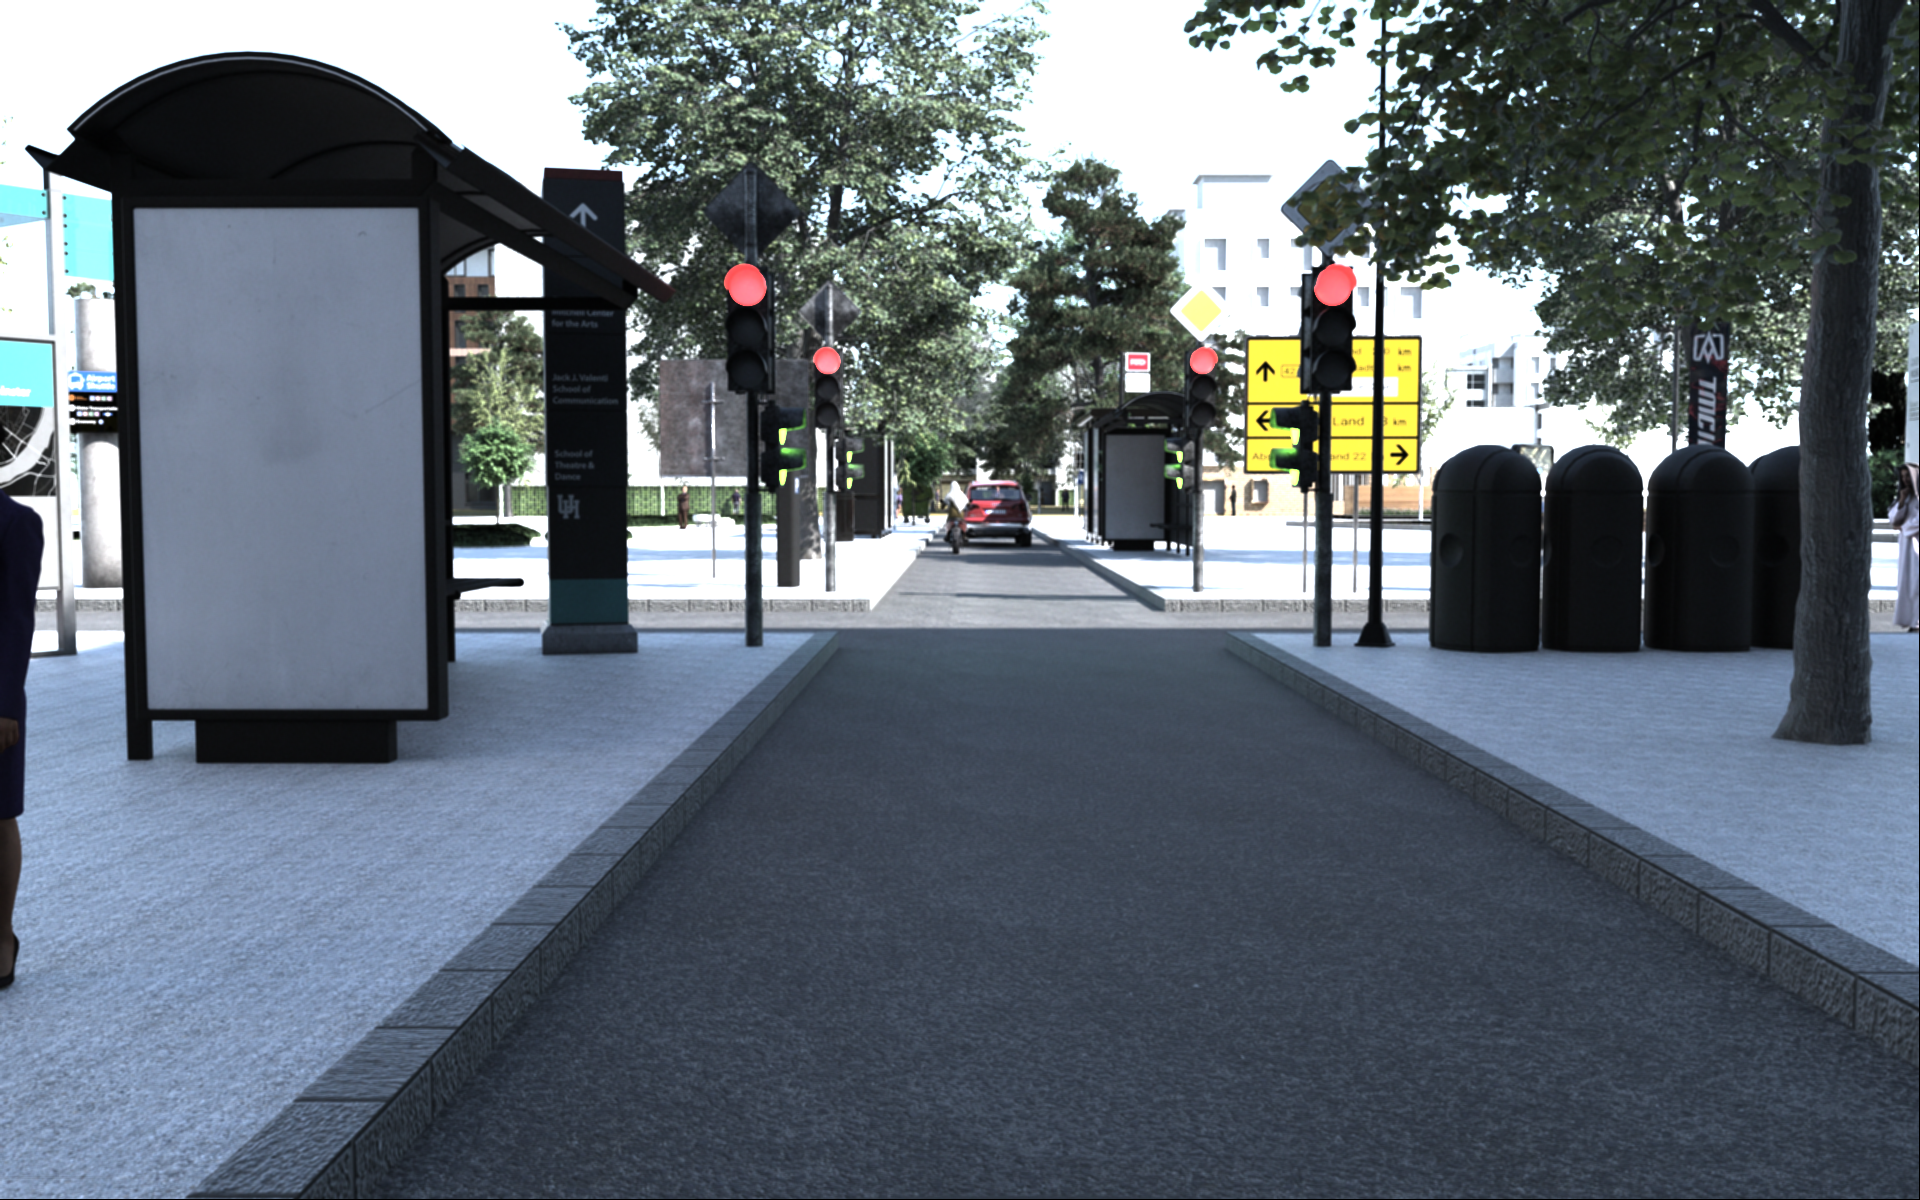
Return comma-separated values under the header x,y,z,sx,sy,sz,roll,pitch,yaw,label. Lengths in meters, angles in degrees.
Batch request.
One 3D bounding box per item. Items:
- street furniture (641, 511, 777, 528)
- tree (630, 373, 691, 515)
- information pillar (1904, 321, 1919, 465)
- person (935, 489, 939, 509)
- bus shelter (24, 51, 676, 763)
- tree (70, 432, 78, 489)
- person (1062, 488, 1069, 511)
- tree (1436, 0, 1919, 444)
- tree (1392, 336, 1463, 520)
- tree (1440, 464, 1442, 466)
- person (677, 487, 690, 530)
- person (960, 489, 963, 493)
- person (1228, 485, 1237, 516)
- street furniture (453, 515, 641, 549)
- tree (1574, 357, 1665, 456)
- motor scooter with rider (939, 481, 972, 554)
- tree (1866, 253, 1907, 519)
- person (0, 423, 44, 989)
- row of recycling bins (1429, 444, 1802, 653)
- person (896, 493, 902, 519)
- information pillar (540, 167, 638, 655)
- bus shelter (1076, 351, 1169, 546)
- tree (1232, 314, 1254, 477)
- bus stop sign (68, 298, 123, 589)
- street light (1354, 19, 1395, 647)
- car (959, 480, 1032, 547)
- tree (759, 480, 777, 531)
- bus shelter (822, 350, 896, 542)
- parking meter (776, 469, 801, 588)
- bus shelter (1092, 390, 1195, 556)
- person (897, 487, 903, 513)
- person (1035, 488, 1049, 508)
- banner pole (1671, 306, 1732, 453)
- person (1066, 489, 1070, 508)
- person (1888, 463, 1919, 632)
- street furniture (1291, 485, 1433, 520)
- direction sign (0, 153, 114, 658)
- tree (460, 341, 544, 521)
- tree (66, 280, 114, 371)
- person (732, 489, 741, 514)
x,y,z,sx,sy,sz,roll,pitch,yaw,label
-10.773,-3.308,69.706,5.734,0.657,10.072,1,4,14,street furniture
-16.153,-8.831,94.748,4.360,8.622,3.978,0,3,0,tree
13.019,-1.955,23.276,0.184,3.620,1.656,1,4,14,information pillar
-1.991,-8.883,152.191,0.530,1.710,0.541,2,4,33,person
-3.230,-1.027,10.715,2.014,3.302,5.546,0,4,0,bus shelter
-47.868,-6.861,75.077,11.467,7.101,20.602,0,4,7,tree
7.826,-7.456,128.867,0.541,1.710,0.530,2,4,27,person
13.505,-7.601,30.930,9.857,13.997,8.962,0,3,0,tree
21.288,-7.964,80.571,4.737,8.622,4.395,0,3,0,tree
27.082,-6.230,96.467,1.663,3.219,1.824,0,3,0,tree
-9.973,-3.315,62.516,0.482,1.546,0.388,2,4,24,person
0.084,-4.006,75.461,0.517,1.644,0.566,1,4,10,person
15.899,-5.799,100.876,0.705,1.821,1.348,2,4,25,person
-11.634,-1.846,45.816,5.734,0.657,10.072,0,4,-8,street furniture
33.554,-8.404,87.771,4.737,8.622,4.395,0,3,0,tree
-0.071,-2.015,41.915,0.876,1.779,1.986,0,4,-1,motor scooter with rider
55.064,-11.546,90.594,18.604,14.587,13.155,0,3,0,tree
-2.554,0.251,4.303,0.453,1.535,0.546,-1,4,-9,person
5.715,-0.447,14.423,3.534,1.692,1.069,0,4,-5,row of recycling bins
-3.053,-4.791,87.604,0.697,1.427,0.421,0,4,5,person
-3.062,-1.515,14.147,0.750,3.857,0.750,-1,4,-15,information pillar
4.286,-4.214,46.529,2.179,5.291,8.768,0,4,0,bus shelter
11.673,-10.185,88.581,6.751,12.117,7.091,0,3,0,tree
-11.694,-2.116,23.617,0.837,3.901,0.837,-1,4,-22,bus stop sign
2.970,-2.566,14.491,1.470,5.913,1.316,0,4,0,street light
0.920,-2.449,48.716,2.281,1.827,5.304,0,4,-1,car
-6.099,-3.985,59.756,1.663,3.219,1.824,0,3,0,tree
-2.996,-4.452,50.428,2.179,5.291,8.768,0,4,0,bus shelter
-2.365,-1.111,23.871,0.255,1.863,0.399,1,4,9,parking meter
3.989,-2.612,36.633,2.014,3.302,5.546,0,4,0,bus shelter
-3.911,-6.633,114.579,1.348,1.812,0.705,0,4,6,person
7.582,-9.403,159.778,1.348,1.824,0.705,1,4,17,person
9.517,-1.986,22.481,0.863,3.779,0.401,2,4,32,banner pole
10.321,-9.682,165.071,0.721,1.743,1.217,1,4,12,person
9.444,-0.489,17.167,0.621,1.740,0.551,-2,4,-29,person
23.336,-5.035,89.170,11.010,1.723,9.812,0,4,-2,street furniture
-7.580,-1.544,14.005,1.411,3.948,2.525,2,4,34,direction sign
-21.910,-8.121,83.140,4.737,8.622,4.395,0,3,0,tree
-31.924,-8.994,69.106,6.751,12.117,7.091,0,3,0,tree
-12.747,-5.497,98.130,0.569,1.553,0.471,3,5,42,person
